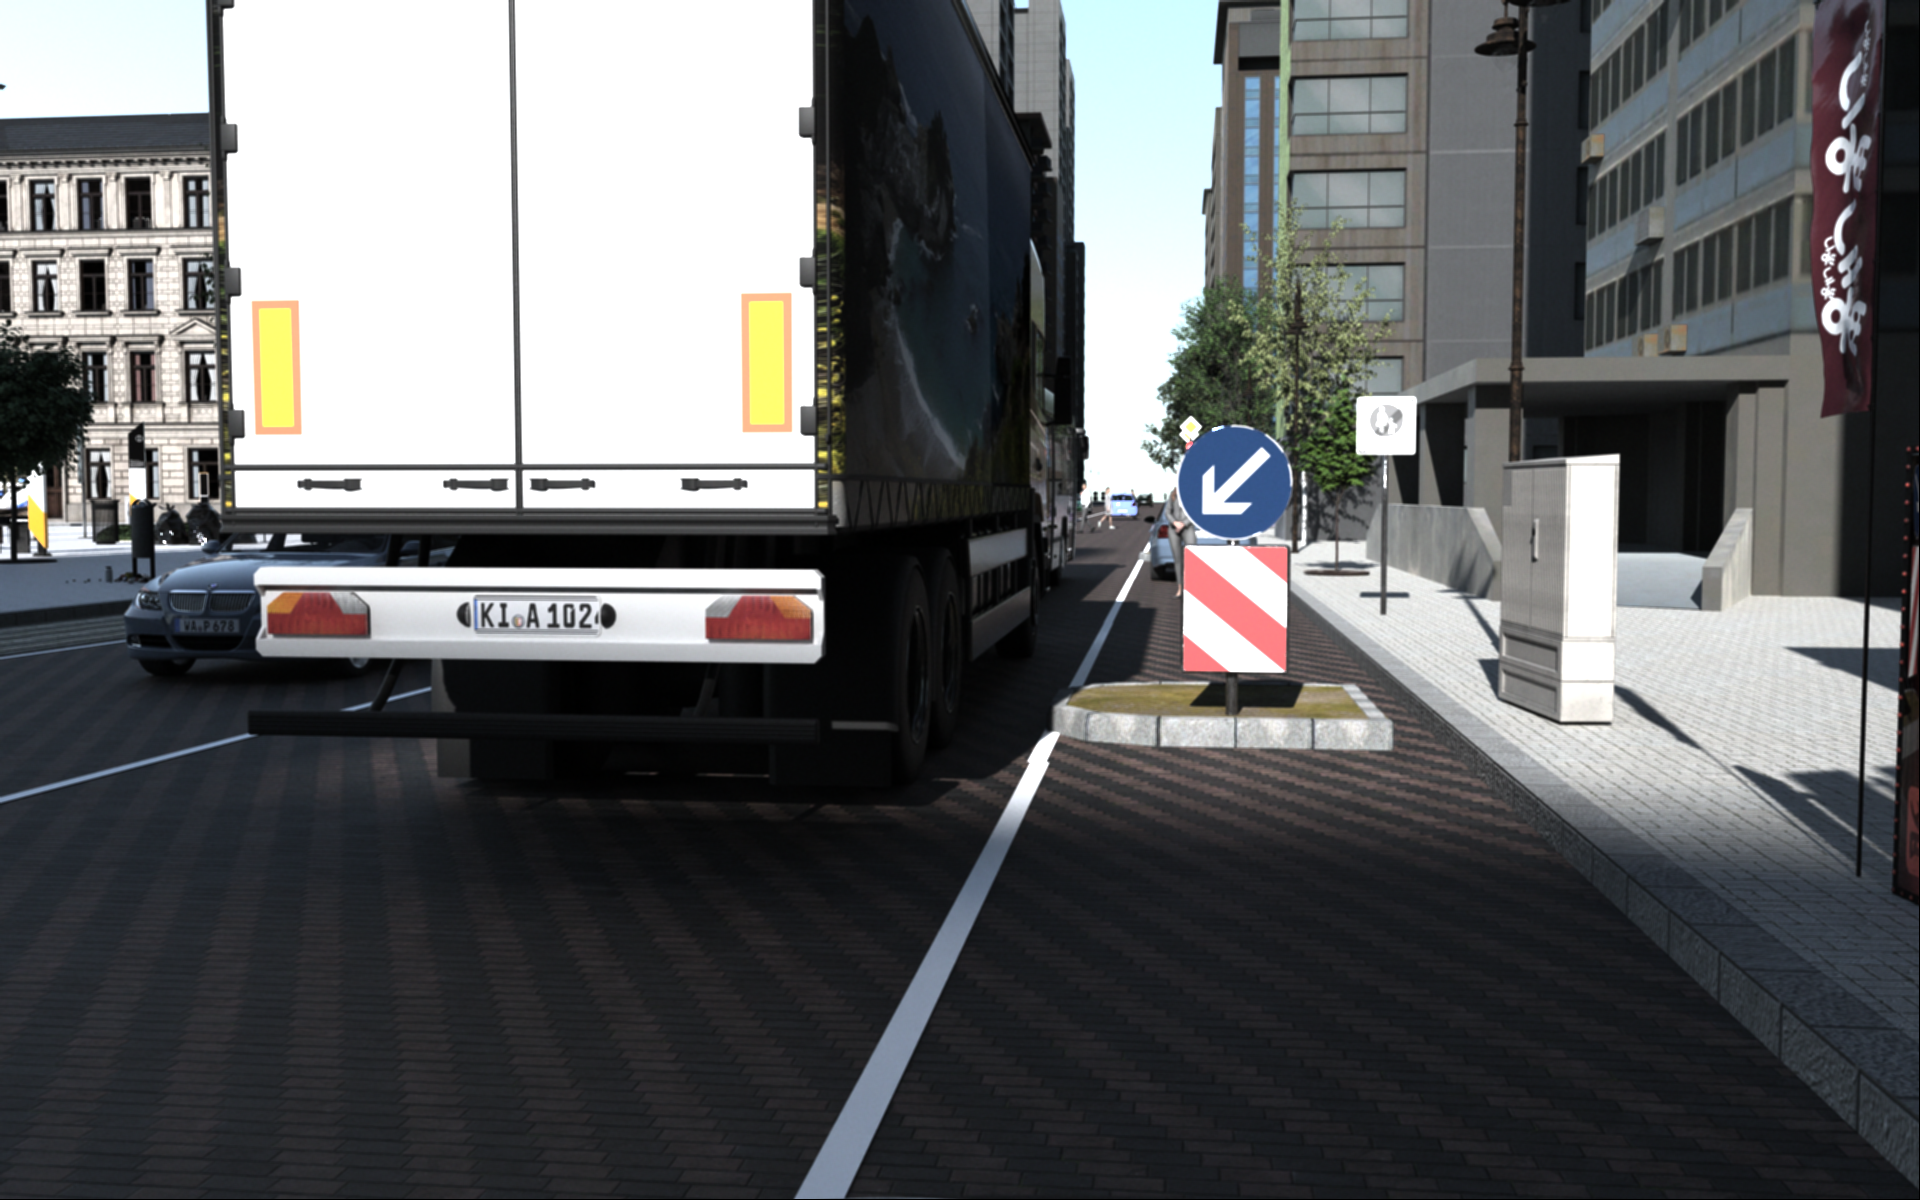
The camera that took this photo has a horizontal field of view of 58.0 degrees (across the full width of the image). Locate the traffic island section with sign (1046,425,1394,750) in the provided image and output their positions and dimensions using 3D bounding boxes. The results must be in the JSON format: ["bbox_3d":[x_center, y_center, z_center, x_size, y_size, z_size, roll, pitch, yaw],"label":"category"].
[{"bbox_3d":[1.564,-0.129,10.733,1.989,1.847,2.006,0,4,7],"label":"traffic island section with sign"}]

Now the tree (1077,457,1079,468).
[{"bbox_3d":[12.839,-16.265,216.300,4.360,8.622,3.978,0,3,0],"label":"tree"}]

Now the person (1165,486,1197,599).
[{"bbox_3d":[3.044,-0.908,23.624,0.520,1.790,0.573,1,4,10],"label":"person"}]

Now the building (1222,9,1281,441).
[{"bbox_3d":[31.668,-31.300,161.859,14.600,45.320,14.200,0,4,7],"label":"building"}]

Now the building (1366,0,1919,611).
[{"bbox_3d":[23.209,-20.336,24.376,32.217,40.220,23.993,0,4,7],"label":"building"}]

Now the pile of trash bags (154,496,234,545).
[{"bbox_3d":[-19.034,-2.151,44.923,1.912,1.369,3.447,2,4,27],"label":"pile of trash bags"}]

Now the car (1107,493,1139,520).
[{"bbox_3d":[9.026,-5.316,96.512,1.945,1.707,3.694,0,4,5],"label":"car"}]

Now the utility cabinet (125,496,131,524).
[{"bbox_3d":[-31.212,-3.308,65.246,0.306,1.237,1.020,-2,4,-35],"label":"utility cabinet"}]

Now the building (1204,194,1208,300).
[{"bbox_3d":[47.912,-39.075,262.572,21.300,48.544,21.600,0,4,7],"label":"building"}]

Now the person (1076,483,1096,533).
[{"bbox_3d":[4.595,-3.360,63.535,0.850,1.850,0.679,-1,4,-22],"label":"person"}]

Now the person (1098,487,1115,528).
[{"bbox_3d":[6.134,-3.852,72.226,0.760,1.731,0.466,-2,4,-26],"label":"person"}]

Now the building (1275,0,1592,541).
[{"bbox_3d":[16.763,-22.553,52.340,14.154,41.232,14.086,0,4,7],"label":"building"}]

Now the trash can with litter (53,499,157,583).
[{"bbox_3d":[-11.796,-0.866,25.219,2.233,1.210,1.678,3,4,36],"label":"trash can with litter"}]

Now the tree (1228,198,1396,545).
[{"bbox_3d":[8.630,-5.662,42.941,4.737,8.622,4.395,0,3,0],"label":"tree"}]

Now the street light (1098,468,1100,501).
[{"bbox_3d":[24.259,-20.211,303.241,0.468,5.910,1.993,0,4,7],"label":"street light"}]

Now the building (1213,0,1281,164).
[{"bbox_3d":[41.108,-36.220,181.430,28.713,52.752,27.495,0,4,7],"label":"building"}]

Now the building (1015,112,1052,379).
[{"bbox_3d":[-1.146,-33.138,196.427,22.147,44.769,28.867,0,4,7],"label":"building"}]

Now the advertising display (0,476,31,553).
[{"bbox_3d":[-20.353,-1.973,37.471,0.974,1.923,0.123,0,4,-8],"label":"advertising display"}]

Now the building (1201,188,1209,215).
[{"bbox_3d":[54.465,-42.658,286.691,28.713,52.752,27.495,0,4,7],"label":"building"}]

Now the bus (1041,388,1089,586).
[{"bbox_3d":[-0.013,-1.807,24.401,2.948,3.499,13.247,0,4,8],"label":"bus"}]

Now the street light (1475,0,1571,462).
[{"bbox_3d":[4.234,-2.468,13.135,0.468,5.910,1.993,0,4,7],"label":"street light"}]

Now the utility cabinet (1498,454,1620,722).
[{"bbox_3d":[3.467,-0.088,10.120,0.318,1.500,1.173,0,4,1],"label":"utility cabinet"}]

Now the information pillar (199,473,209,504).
[{"bbox_3d":[-25.980,-3.367,59.549,0.304,2.012,0.304,-2,4,-24],"label":"information pillar"}]

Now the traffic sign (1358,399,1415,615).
[{"bbox_3d":[4.500,-0.992,18.350,0.606,2.300,0.079,1,4,9],"label":"traffic sign"}]

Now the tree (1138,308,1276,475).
[{"bbox_3d":[16.164,-11.610,106.825,9.611,12.733,9.660,0,3,0],"label":"tree"}]

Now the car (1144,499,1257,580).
[{"bbox_3d":[4.176,-1.095,29.909,2.014,1.417,4.499,0,4,7],"label":"car"}]

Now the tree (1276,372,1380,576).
[{"bbox_3d":[6.063,-2.008,27.434,1.663,3.219,1.824,0,3,0],"label":"tree"}]

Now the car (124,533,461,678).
[{"bbox_3d":[-5.384,-0.191,15.124,2.014,1.417,4.499,0,4,6],"label":"car"}]

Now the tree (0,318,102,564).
[{"bbox_3d":[-17.786,-2.974,32.342,4.285,4.588,4.351,0,3,0],"label":"tree"}]

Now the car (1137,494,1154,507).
[{"bbox_3d":[20.729,-11.282,194.240,2.009,1.686,4.222,1,4,9],"label":"car"}]

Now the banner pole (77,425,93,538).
[{"bbox_3d":[-25.411,-3.673,50.078,0.401,3.779,0.863,-1,4,-14],"label":"banner pole"}]

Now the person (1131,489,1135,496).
[{"bbox_3d":[12.585,-7.211,126.491,0.616,1.811,0.778,2,4,24],"label":"person"}]

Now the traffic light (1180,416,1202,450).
[{"bbox_3d":[8.276,-4.490,62.326,0.839,4.253,0.868,0,4,7],"label":"traffic light"}]

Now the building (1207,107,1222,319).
[{"bbox_3d":[40.769,-35.632,206.291,21.300,48.544,21.600,0,4,7],"label":"building"}]

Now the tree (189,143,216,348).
[{"bbox_3d":[-10.793,-4.873,30.041,4.737,8.622,4.395,0,3,0],"label":"tree"}]

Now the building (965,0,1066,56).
[{"bbox_3d":[7.237,-49.986,255.524,20.563,71.187,20.611,0,4,7],"label":"building"}]

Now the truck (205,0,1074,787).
[{"bbox_3d":[-0.925,-1.407,11.922,2.839,4.237,11.283,0,4,7],"label":"truck"}]

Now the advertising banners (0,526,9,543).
[{"bbox_3d":[-25.014,-2.974,44.811,0.090,3.025,2.074,1,4,8],"label":"advertising banners"}]

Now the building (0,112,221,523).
[{"bbox_3d":[-40.464,-13.309,82.223,19.286,19.102,10.561,0,4,7],"label":"building"}]

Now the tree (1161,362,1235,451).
[{"bbox_3d":[18.160,-12.671,125.301,7.486,12.596,7.792,0,3,0],"label":"tree"}]

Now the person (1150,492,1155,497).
[{"bbox_3d":[29.684,-15.893,269.062,1.217,1.735,0.721,0,4,-6],"label":"person"}]

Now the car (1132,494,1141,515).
[{"bbox_3d":[11.249,-6.594,117.593,2.009,1.686,4.222,0,4,6],"label":"car"}]

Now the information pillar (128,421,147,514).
[{"bbox_3d":[-26.475,-3.941,55.790,0.504,3.616,0.183,-1,4,-13],"label":"information pillar"}]

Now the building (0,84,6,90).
[{"bbox_3d":[-62.647,-17.642,85.711,25.104,27.353,12.463,0,4,7],"label":"building"}]

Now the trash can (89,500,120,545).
[{"bbox_3d":[-21.804,-1.990,44.186,0.748,1.137,0.748,0,3,0],"label":"trash can"}]

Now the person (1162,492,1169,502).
[{"bbox_3d":[35.978,-17.984,303.317,1.217,1.735,0.721,2,4,27],"label":"person"}]

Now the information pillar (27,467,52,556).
[{"bbox_3d":[-19.014,-2.711,35.671,0.504,3.616,0.183,2,4,25],"label":"information pillar"}]

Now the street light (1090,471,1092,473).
[{"bbox_3d":[21.080,-18.734,279.095,0.468,5.910,1.993,0,4,7],"label":"street light"}]

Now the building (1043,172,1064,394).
[{"bbox_3d":[6.890,-36.009,238.850,14.600,45.320,14.200,0,4,7],"label":"building"}]

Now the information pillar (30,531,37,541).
[{"bbox_3d":[-25.526,-2.641,47.673,0.304,2.012,0.304,1,4,15],"label":"information pillar"}]

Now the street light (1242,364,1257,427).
[{"bbox_3d":[10.286,-5.439,61.711,0.468,5.910,1.993,0,4,7],"label":"street light"}]

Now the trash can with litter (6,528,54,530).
[{"bbox_3d":[-33.639,-3.164,62.788,1.678,1.210,2.233,-1,4,-18],"label":"trash can with litter"}]

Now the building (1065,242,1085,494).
[{"bbox_3d":[12.359,-36.098,273.796,14.154,41.232,14.086,0,4,7],"label":"building"}]

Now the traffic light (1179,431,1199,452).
[{"bbox_3d":[9.262,-4.974,70.250,0.839,4.253,0.868,0,4,7],"label":"traffic light"}]

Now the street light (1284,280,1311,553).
[{"bbox_3d":[7.290,-3.960,37.541,0.468,5.910,1.993,0,4,7],"label":"street light"}]

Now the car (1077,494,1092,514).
[{"bbox_3d":[8.477,-6.924,125.000,2.131,1.459,4.920,1,4,9],"label":"car"}]

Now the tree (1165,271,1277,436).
[{"bbox_3d":[13.376,-9.556,82.001,9.928,11.665,9.643,0,3,0],"label":"tree"}]

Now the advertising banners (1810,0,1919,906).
[{"bbox_3d":[2.999,-0.551,5.199,0.090,3.025,2.074,0,4,2],"label":"advertising banners"}]

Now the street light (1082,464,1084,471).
[{"bbox_3d":[18.119,-17.252,254.852,0.468,5.910,1.993,0,4,7],"label":"street light"}]
